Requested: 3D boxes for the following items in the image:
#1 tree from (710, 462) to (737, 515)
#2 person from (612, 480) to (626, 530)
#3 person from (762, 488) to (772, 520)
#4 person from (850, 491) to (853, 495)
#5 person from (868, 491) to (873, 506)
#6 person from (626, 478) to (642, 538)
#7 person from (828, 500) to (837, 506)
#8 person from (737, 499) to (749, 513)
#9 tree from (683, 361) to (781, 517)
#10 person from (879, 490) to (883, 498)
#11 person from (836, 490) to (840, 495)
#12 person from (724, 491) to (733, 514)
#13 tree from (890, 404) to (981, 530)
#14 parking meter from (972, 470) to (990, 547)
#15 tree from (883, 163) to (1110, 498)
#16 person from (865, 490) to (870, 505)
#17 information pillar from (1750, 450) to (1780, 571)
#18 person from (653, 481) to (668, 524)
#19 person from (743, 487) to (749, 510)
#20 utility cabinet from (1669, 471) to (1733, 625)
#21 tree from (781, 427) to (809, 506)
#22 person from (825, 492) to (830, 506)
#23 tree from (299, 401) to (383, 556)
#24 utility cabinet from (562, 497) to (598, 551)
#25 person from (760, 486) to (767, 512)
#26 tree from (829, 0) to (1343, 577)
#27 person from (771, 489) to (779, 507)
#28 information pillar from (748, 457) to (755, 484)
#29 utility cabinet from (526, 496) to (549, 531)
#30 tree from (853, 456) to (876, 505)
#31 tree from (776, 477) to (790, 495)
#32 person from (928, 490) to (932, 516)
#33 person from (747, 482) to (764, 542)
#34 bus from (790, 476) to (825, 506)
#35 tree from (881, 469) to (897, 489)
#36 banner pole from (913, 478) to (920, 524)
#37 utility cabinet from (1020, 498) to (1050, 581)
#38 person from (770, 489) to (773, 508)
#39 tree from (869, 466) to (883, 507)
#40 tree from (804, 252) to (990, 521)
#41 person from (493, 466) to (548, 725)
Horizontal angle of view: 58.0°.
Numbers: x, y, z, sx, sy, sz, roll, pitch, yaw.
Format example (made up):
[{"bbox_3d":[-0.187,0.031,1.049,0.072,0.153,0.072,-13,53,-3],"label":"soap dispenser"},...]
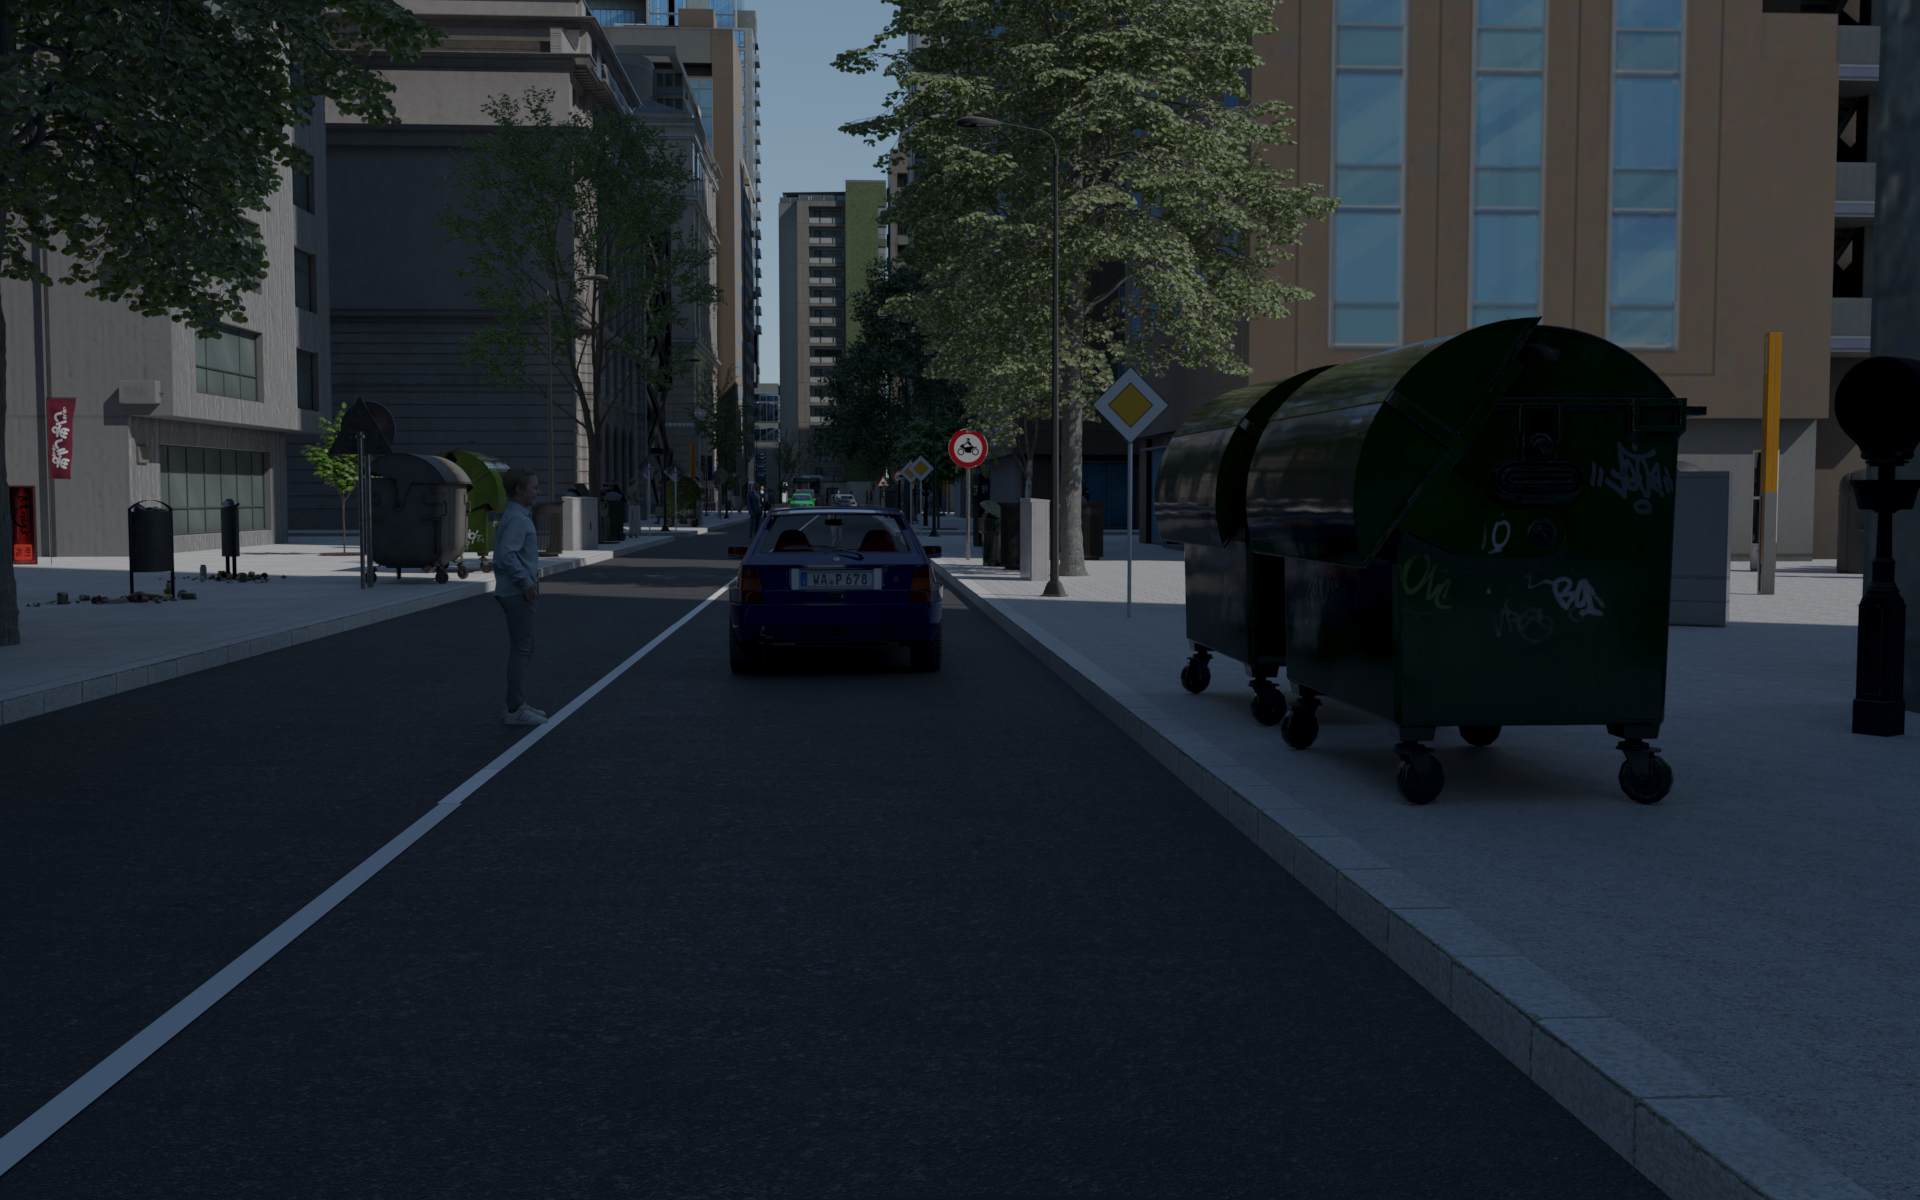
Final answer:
[{"bbox_3d":[-14.218,-6.726,104.568,1.663,3.219,1.824,0,3,0],"label":"tree"},{"bbox_3d":[-12.409,-3.444,62.535,0.419,1.800,0.721,-3,5,-43],"label":"person"},{"bbox_3d":[-10.623,-5.283,95.273,0.661,1.777,0.834,-1,4,-21],"label":"person"},{"bbox_3d":[-12.309,-11.432,195.373,0.705,1.831,1.348,-1,4,-13],"label":"person"},{"bbox_3d":[-9.641,-10.946,186.486,0.593,1.643,0.415,1,4,8],"label":"person"},{"bbox_3d":[-9.472,-2.689,50.563,0.519,1.759,0.362,3,5,40],"label":"person"},{"bbox_3d":[-2.830,-1.657,39.874,0.394,1.301,0.425,2,4,34],"label":"person"},{"bbox_3d":[-14.550,-6.886,118.853,1.509,1.804,0.699,-1,4,-19],"label":"person"},{"bbox_3d":[-13.141,-8.900,95.881,4.737,8.622,4.395,0,3,0],"label":"tree"},{"bbox_3d":[-8.468,-10.941,185.709,0.721,1.735,1.217,-2,4,-30],"label":"person"},{"bbox_3d":[-8.796,-7.084,125.077,0.760,1.731,0.466,3,4,37],"label":"person"},{"bbox_3d":[-15.217,-6.613,114.006,0.795,1.843,0.661,2,4,28],"label":"person"},{"bbox_3d":[-0.830,-4.839,62.839,4.285,4.588,4.351,0,3,0],"label":"tree"},{"bbox_3d":[0.518,-2.235,42.252,0.399,1.863,0.255,-2,4,-34],"label":"parking meter"},{"bbox_3d":[1.331,-5.313,37.231,4.737,8.622,4.395,0,3,0],"label":"tree"},{"bbox_3d":[-11.228,-12.472,210.680,0.721,1.735,1.217,-2,4,-34],"label":"person"},{"bbox_3d":[13.412,-1.491,28.877,0.304,2.012,0.304,-3,4,-37],"label":"information pillar"},{"bbox_3d":[-12.378,-4.024,71.820,0.713,1.824,0.794,-1,4,-12],"label":"person"},{"bbox_3d":[-16.652,-7.967,135.934,0.705,1.869,1.348,1,4,17],"label":"person"},{"bbox_3d":[6.923,-0.510,17.018,1.173,1.500,0.318,2,4,30],"label":"utility cabinet"},{"bbox_3d":[-18.987,-14.755,191.601,4.737,8.622,4.395,0,3,0],"label":"tree"},{"bbox_3d":[-15.270,-11.547,198.008,1.217,1.735,0.721,-3,5,-44],"label":"person"},{"bbox_3d":[-12.755,-2.544,36.199,1.663,3.219,1.824,0,3,0],"label":"tree"},{"bbox_3d":[-8.670,-1.739,39.598,0.306,1.237,1.020,1,4,22],"label":"utility cabinet"},{"bbox_3d":[-14.463,-7.358,126.222,0.818,1.842,0.514,-1,4,-22],"label":"person"},{"bbox_3d":[1.899,-6.620,26.359,7.486,12.596,7.792,0,3,0],"label":"tree"},{"bbox_3d":[-19.157,-10.451,177.003,1.350,1.814,0.705,0,4,-4],"label":"person"},{"bbox_3d":[-13.044,-7.170,108.585,0.504,3.616,0.183,3,4,36],"label":"information pillar"},{"bbox_3d":[-14.857,-3.053,61.083,1.020,1.237,0.306,0,4,2],"label":"utility cabinet"},{"bbox_3d":[-9.935,-14.994,195.517,4.360,8.622,3.978,0,3,0],"label":"tree"},{"bbox_3d":[-20.166,-12.357,196.638,1.663,3.219,1.824,0,3,0],"label":"tree"},{"bbox_3d":[-1.656,-5.561,99.561,0.503,1.515,0.523,-2,4,-28],"label":"person"},{"bbox_3d":[-6.205,-2.673,52.391,0.419,1.800,0.721,2,4,35],"label":"person"},{"bbox_3d":[-14.610,-10.567,167.625,2.948,3.499,13.247,0,4,-2],"label":"bus"},{"bbox_3d":[-3.980,-6.781,105.478,1.663,3.219,1.824,0,3,0],"label":"tree"},{"bbox_3d":[-1.874,-5.187,74.827,0.401,3.779,0.863,0,4,-2],"label":"banner pole"},{"bbox_3d":[1.124,-0.906,25.981,0.306,1.237,1.020,0,4,-7],"label":"utility cabinet"},{"bbox_3d":[-17.589,-9.484,161.902,0.721,1.735,1.217,0,4,5],"label":"person"},{"bbox_3d":[-4.314,-9.987,113.649,4.737,8.622,4.395,0,3,0],"label":"tree"},{"bbox_3d":[-2.524,-10.040,81.162,9.611,12.733,9.660,0,3,0],"label":"tree"},{"bbox_3d":[-2.743,-0.030,10.804,0.330,1.601,0.589,0,4,-7],"label":"person"}]
